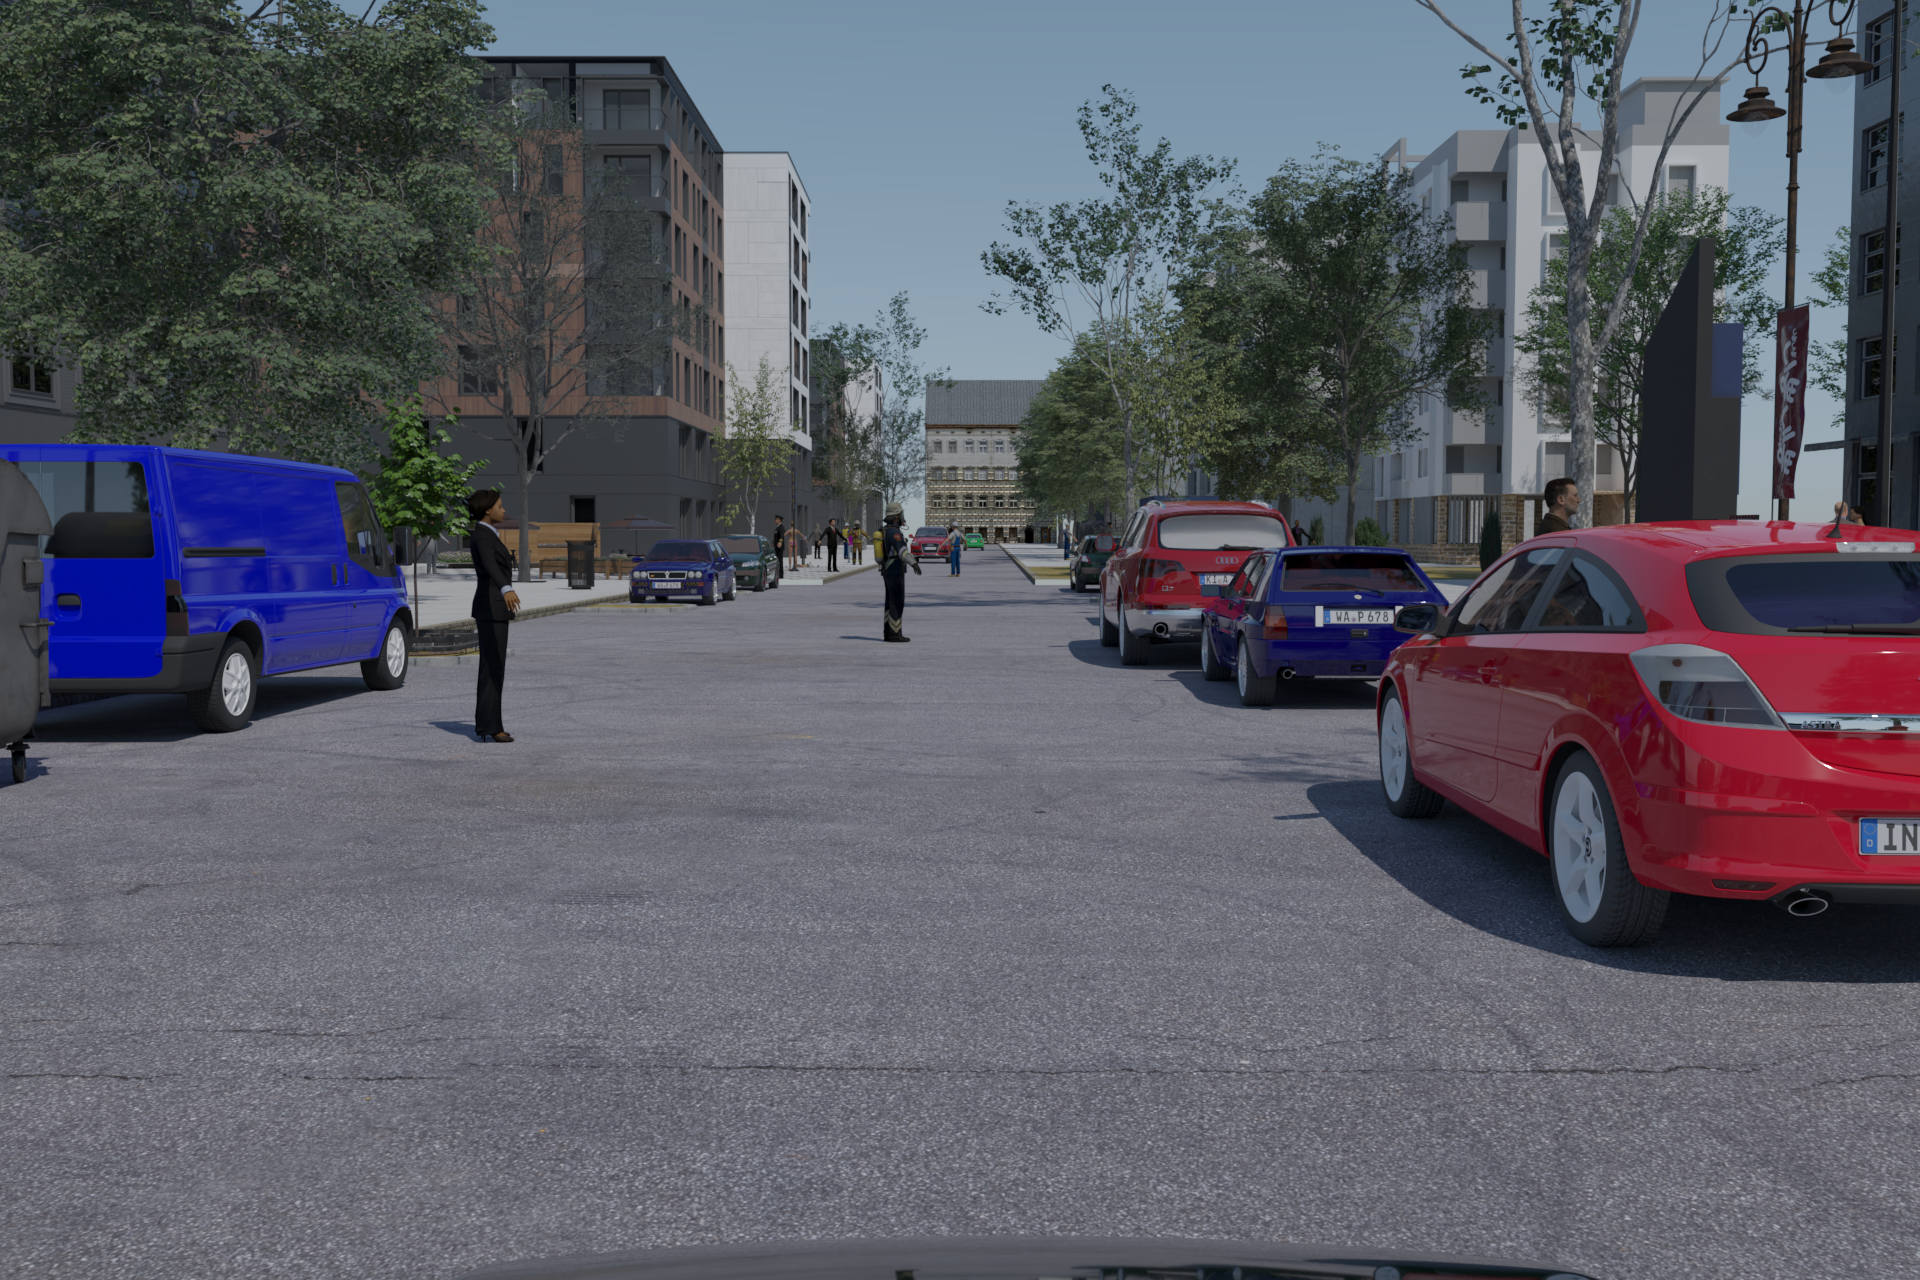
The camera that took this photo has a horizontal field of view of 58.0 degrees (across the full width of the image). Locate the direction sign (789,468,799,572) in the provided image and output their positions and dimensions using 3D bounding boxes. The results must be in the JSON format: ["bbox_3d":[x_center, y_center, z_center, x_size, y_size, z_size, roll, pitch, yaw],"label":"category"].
[{"bbox_3d":[-5.694,-4.121,59.374,0.379,3.537,0.876,0,4,1],"label":"direction sign"}]

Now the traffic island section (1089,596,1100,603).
[{"bbox_3d":[3.753,-0.843,36.649,1.991,0.108,1.994,0,4,1],"label":"traffic island section"}]

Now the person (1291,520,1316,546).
[{"bbox_3d":[12.396,-3.514,63.672,1.346,1.802,0.704,0,4,-5],"label":"person"}]

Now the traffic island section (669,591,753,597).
[{"bbox_3d":[-5.887,-1.070,40.365,1.991,0.108,1.994,0,4,2],"label":"traffic island section"}]

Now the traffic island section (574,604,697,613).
[{"bbox_3d":[-6.012,-0.590,32.506,1.991,0.108,1.994,0,4,2],"label":"traffic island section"}]

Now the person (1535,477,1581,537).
[{"bbox_3d":[4.068,-0.190,11.693,0.704,1.812,1.346,1,4,14],"label":"person"}]

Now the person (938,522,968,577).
[{"bbox_3d":[-0.179,-3.033,57.910,0.705,1.847,1.347,3,5,45],"label":"person"}]

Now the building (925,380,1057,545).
[{"bbox_3d":[4.256,-25.191,245.265,18.063,23.208,19.493,0,3,0],"label":"building"}]

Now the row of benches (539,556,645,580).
[{"bbox_3d":[-10.107,-2.048,48.952,4.104,0.672,1.422,2,4,28],"label":"row of benches"}]

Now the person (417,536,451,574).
[{"bbox_3d":[-16.775,-2.990,55.066,0.705,1.806,1.347,2,4,29],"label":"person"}]

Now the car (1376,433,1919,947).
[{"bbox_3d":[3.062,0.096,7.477,2.155,1.783,4.494,0,4,1],"label":"car"}]

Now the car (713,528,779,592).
[{"bbox_3d":[-5.671,-2.106,44.223,2.009,1.686,4.222,0,4,1],"label":"car"}]

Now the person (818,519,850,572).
[{"bbox_3d":[-4.298,-3.203,58.562,1.347,1.806,0.705,-3,5,-42],"label":"person"}]

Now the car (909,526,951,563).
[{"bbox_3d":[-1.388,-4.735,86.090,2.281,1.827,5.304,0,4,1],"label":"car"}]

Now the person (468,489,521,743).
[{"bbox_3d":[-3.172,-0.173,12.004,0.721,1.740,1.216,-1,4,-20],"label":"person"}]

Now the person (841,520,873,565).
[{"bbox_3d":[-4.257,-4.035,71.736,1.354,1.858,0.705,0,4,-1],"label":"person"}]

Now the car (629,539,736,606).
[{"bbox_3d":[-5.725,-1.430,35.953,1.945,1.354,3.894,0,4,1],"label":"car"}]

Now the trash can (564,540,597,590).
[{"bbox_3d":[-8.768,-1.738,40.072,0.748,1.137,0.748,0,3,0],"label":"trash can"}]

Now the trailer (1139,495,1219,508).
[{"bbox_3d":[3.394,-1.257,27.609,1.471,1.999,3.904,0,4,1],"label":"trailer"}]

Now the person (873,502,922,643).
[{"bbox_3d":[-0.847,-0.902,22.984,0.705,1.856,1.354,-1,4,-22],"label":"person"}]

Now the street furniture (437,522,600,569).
[{"bbox_3d":[-17.789,-3.773,68.546,11.010,1.723,9.812,-1,4,-20],"label":"street furniture"}]

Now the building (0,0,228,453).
[{"bbox_3d":[-28.189,-15.015,39.007,14.314,27.812,24.014,0,4,0],"label":"building"}]

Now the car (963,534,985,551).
[{"bbox_3d":[1.171,-8.526,148.192,1.959,1.807,4.718,0,4,1],"label":"car"}]

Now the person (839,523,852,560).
[{"bbox_3d":[-5.687,-4.982,87.424,1.349,1.833,0.705,3,5,44],"label":"person"}]

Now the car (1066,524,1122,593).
[{"bbox_3d":[3.684,-2.061,43.477,2.009,1.686,4.222,0,4,1],"label":"car"}]

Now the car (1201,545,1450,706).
[{"bbox_3d":[3.223,-0.193,15.742,1.945,1.354,3.894,0,4,1],"label":"car"}]

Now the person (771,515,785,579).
[{"bbox_3d":[-5.202,-2.668,49.563,0.705,1.837,1.347,-1,4,-15],"label":"person"}]

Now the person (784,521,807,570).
[{"bbox_3d":[-5.961,-3.338,61.387,1.217,1.733,0.721,-2,4,-28],"label":"person"}]

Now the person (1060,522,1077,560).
[{"bbox_3d":[5.241,-4.801,84.359,0.705,1.847,1.347,-2,4,-32],"label":"person"}]

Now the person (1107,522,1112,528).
[{"bbox_3d":[6.612,-4.290,76.286,0.704,1.843,1.345,0,4,2],"label":"person"}]

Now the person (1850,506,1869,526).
[{"bbox_3d":[14.199,-1.274,27.633,0.721,1.737,1.217,1,4,21],"label":"person"}]

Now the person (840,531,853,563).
[{"bbox_3d":[-4.882,-4.146,77.059,0.991,1.433,0.599,-2,4,-27],"label":"person"}]

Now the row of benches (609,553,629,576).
[{"bbox_3d":[-10.771,-2.391,54.563,1.422,0.672,4.104,-1,4,-11],"label":"row of benches"}]

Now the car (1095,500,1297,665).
[{"bbox_3d":[2.782,-0.719,20.433,2.281,1.827,5.304,0,4,1],"label":"car"}]

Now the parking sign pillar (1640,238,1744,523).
[{"bbox_3d":[6.940,-1.715,16.511,1.447,3.967,1.447,0,4,1],"label":"parking sign pillar"}]

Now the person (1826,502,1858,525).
[{"bbox_3d":[12.963,-1.158,25.530,0.434,1.755,0.990,-3,4,-39],"label":"person"}]

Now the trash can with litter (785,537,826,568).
[{"bbox_3d":[-5.901,-3.417,66.922,1.678,1.210,2.233,0,4,2],"label":"trash can with litter"}]

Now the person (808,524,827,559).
[{"bbox_3d":[-7.288,-5.058,88.827,1.348,1.813,0.705,2,4,34],"label":"person"}]
